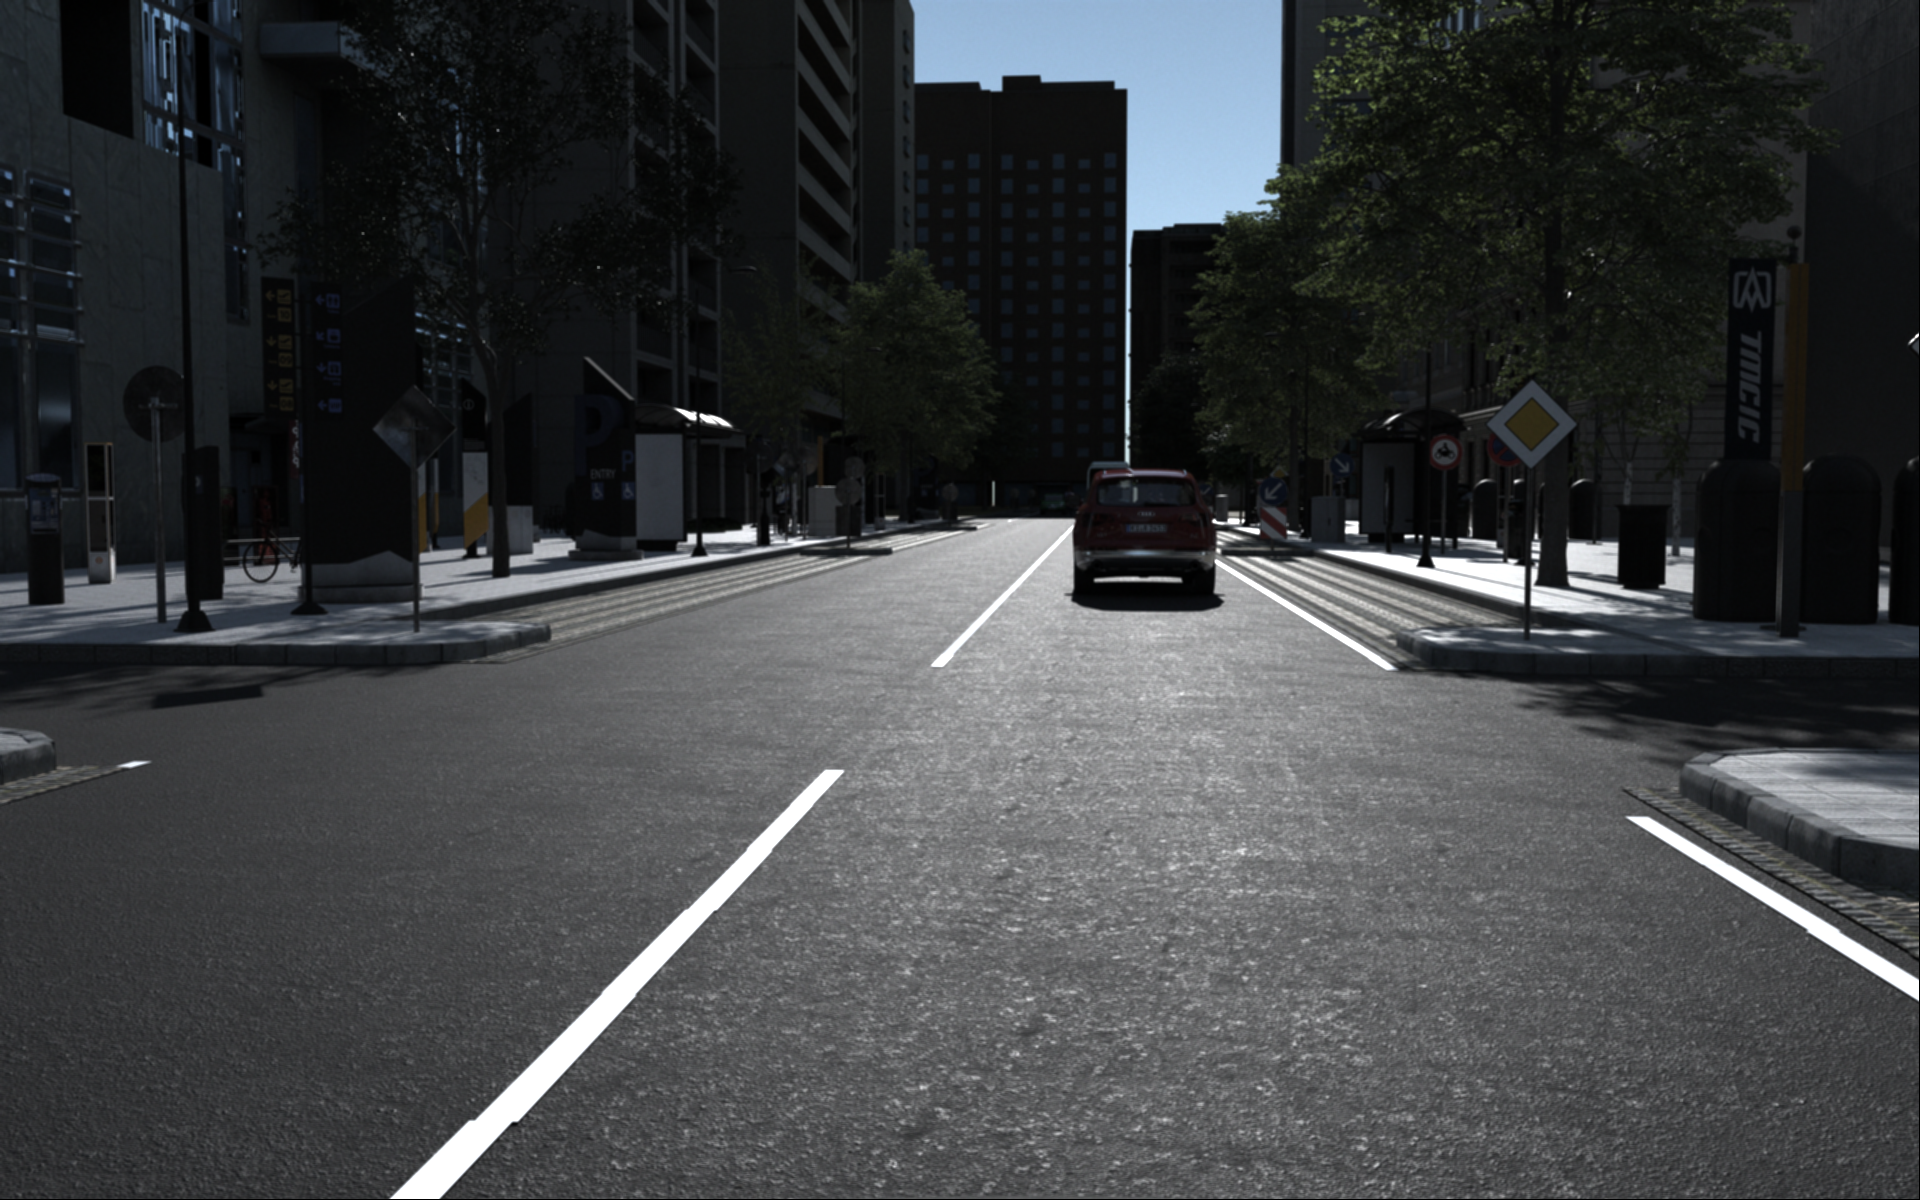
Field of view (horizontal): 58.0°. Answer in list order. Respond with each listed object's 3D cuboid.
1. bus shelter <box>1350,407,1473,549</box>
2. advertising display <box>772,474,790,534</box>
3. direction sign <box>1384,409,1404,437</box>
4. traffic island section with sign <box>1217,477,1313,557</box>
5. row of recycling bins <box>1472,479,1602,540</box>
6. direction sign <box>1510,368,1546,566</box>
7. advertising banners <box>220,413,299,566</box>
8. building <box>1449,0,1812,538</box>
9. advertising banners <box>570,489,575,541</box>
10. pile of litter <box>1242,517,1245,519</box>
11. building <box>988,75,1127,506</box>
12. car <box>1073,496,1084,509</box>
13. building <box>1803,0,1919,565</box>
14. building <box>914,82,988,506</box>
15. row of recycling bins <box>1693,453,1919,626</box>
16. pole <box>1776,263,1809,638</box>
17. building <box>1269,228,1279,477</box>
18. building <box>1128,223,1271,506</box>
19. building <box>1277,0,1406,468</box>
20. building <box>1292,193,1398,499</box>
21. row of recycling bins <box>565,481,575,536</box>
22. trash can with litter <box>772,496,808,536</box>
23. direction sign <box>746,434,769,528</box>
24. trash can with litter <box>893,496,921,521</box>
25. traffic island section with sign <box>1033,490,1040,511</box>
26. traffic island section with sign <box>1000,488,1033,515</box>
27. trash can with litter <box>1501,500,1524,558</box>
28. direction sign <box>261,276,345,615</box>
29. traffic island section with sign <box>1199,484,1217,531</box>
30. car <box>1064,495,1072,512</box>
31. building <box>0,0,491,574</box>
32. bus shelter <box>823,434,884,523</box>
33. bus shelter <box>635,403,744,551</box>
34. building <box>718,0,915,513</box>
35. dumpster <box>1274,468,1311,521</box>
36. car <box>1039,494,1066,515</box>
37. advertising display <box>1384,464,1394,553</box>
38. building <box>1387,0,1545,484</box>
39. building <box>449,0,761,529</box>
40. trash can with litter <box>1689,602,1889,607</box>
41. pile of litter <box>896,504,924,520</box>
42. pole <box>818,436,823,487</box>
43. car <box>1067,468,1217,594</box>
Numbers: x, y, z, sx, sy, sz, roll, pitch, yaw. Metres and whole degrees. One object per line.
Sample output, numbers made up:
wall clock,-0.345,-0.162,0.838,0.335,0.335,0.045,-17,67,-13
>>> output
bus shelter,11.099,-3.004,43.035,2.014,3.302,5.546,0,4,5
advertising display,-5.831,-3.136,56.482,0.123,1.923,0.974,2,4,23
direction sign,11.664,-3.342,46.637,0.876,3.537,0.379,-3,5,-40
traffic island section with sign,7.113,-1.940,40.348,1.989,1.847,2.006,0,4,5
row of recycling bins,16.356,-2.565,49.057,3.534,1.692,1.069,0,4,4
direction sign,10.175,-2.392,31.100,0.876,3.537,0.379,-2,4,-31
advertising banners,-12.556,-2.142,31.202,0.090,3.025,2.074,3,5,39
building,23.765,-11.900,59.187,10.561,19.102,19.286,0,4,5
advertising banners,-10.353,-3.191,48.368,0.090,3.025,2.074,1,4,16
pile of litter,14.993,-4.498,87.505,1.176,0.858,1.719,-1,4,-22
building,10.868,-32.938,188.643,14.200,45.320,14.600,0,4,5
car,10.002,-8.657,153.899,2.083,1.381,4.827,0,4,6
building,28.476,-14.274,26.886,24.014,27.812,14.314,0,4,5
building,-3.353,-32.963,189.063,14.200,45.320,14.600,0,4,5
row of recycling bins,9.244,-0.620,17.253,3.534,1.692,1.069,1,4,14
pole,7.426,-1.321,15.449,0.158,3.312,0.155,0,3,0
building,39.455,-25.344,186.083,14.107,30.474,14.160,0,4,5
building,25.446,-25.452,187.838,14.107,30.474,14.160,0,4,5
building,36.707,-36.616,140.668,21.231,58.520,28.212,0,4,5
building,37.108,-16.384,112.924,27.650,21.520,28.899,0,4,5
row of recycling bins,-10.491,-2.778,52.528,3.534,1.692,1.069,2,4,25
trash can with litter,-4.895,-2.580,53.241,1.678,1.210,2.233,-3,4,-39
direction sign,-7.836,-4.526,65.999,0.876,3.537,0.379,3,5,40
trash can with litter,-2.686,-4.445,83.731,1.678,1.210,2.233,2,4,26
traffic island section with sign,6.055,-8.318,144.626,1.989,1.847,2.006,0,4,5
traffic island section with sign,3.769,-6.655,117.440,1.989,1.847,2.006,0,4,5
trash can with litter,11.154,-1.436,34.873,0.624,1.170,1.055,1,4,11
direction sign,-6.958,-1.616,18.419,0.379,3.537,0.876,3,5,43
traffic island section with sign,9.364,-3.583,67.210,1.989,1.847,2.006,0,4,5
car,8.347,-7.958,142.685,1.945,1.354,3.894,0,4,6
building,-25.440,-44.384,38.353,22.319,86.520,31.000,0,4,5
bus shelter,-4.321,-4.837,70.365,1.731,3.624,6.357,0,4,5
bus shelter,-6.689,-2.893,41.222,2.014,3.302,5.546,0,4,5
building,-15.521,-32.146,149.285,21.600,48.544,21.300,0,4,5
dumpster,12.564,-3.898,66.230,1.502,2.255,1.985,0,4,5
car,6.491,-6.791,119.831,1.959,1.807,4.718,0,4,6
advertising display,9.402,-2.004,37.982,0.123,1.923,0.974,1,4,9
building,27.730,-17.895,78.488,13.634,28.700,20.117,0,4,5
building,-19.077,-38.771,72.150,20.563,71.187,20.611,0,4,5
trash can with litter,9.720,-0.556,20.147,2.233,1.210,1.678,2,4,24
pile of litter,-2.545,-4.457,86.840,1.719,0.858,1.176,-1,4,-16
pole,-4.894,-4.094,60.783,0.158,3.312,0.155,0,3,0
car,2.753,-1.081,26.352,2.281,1.827,5.304,0,4,4
